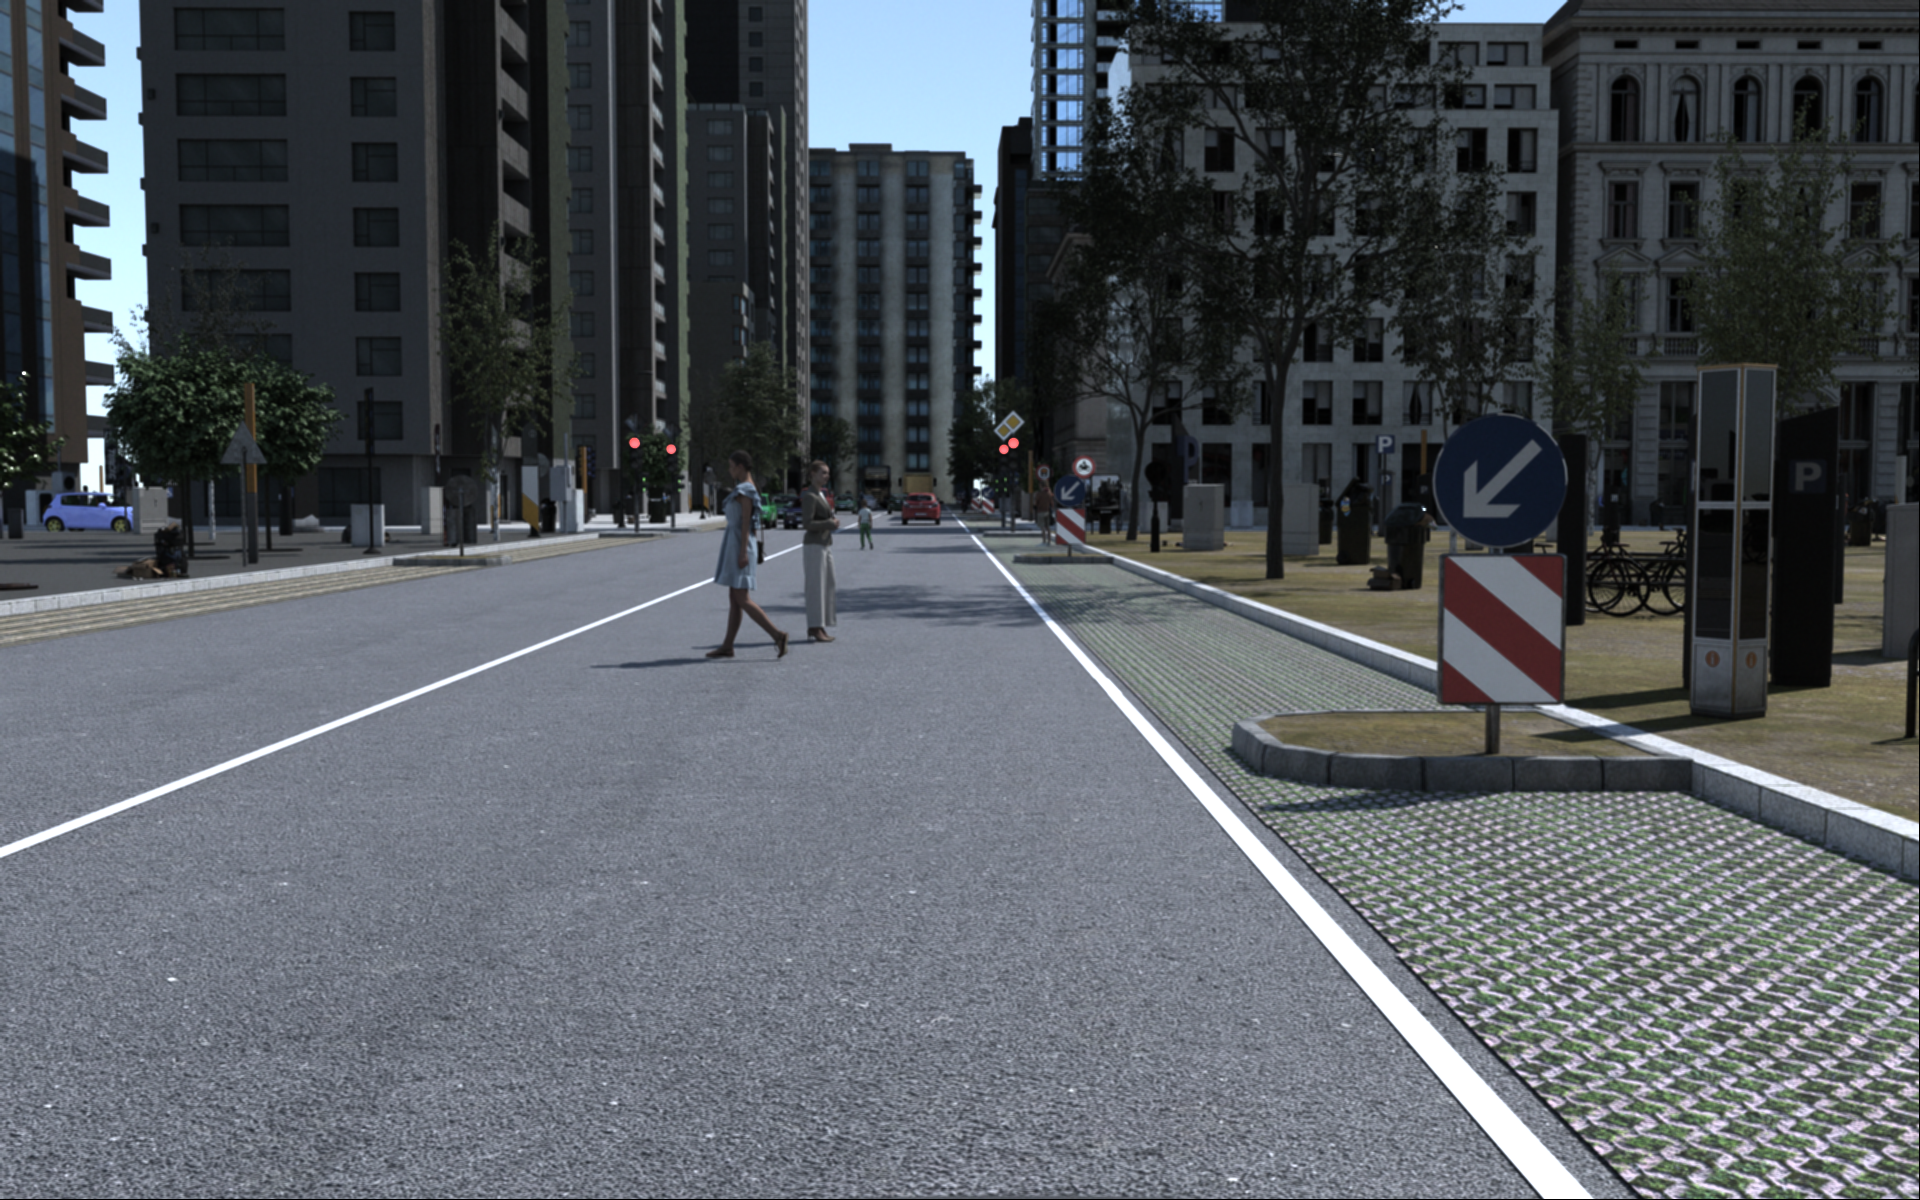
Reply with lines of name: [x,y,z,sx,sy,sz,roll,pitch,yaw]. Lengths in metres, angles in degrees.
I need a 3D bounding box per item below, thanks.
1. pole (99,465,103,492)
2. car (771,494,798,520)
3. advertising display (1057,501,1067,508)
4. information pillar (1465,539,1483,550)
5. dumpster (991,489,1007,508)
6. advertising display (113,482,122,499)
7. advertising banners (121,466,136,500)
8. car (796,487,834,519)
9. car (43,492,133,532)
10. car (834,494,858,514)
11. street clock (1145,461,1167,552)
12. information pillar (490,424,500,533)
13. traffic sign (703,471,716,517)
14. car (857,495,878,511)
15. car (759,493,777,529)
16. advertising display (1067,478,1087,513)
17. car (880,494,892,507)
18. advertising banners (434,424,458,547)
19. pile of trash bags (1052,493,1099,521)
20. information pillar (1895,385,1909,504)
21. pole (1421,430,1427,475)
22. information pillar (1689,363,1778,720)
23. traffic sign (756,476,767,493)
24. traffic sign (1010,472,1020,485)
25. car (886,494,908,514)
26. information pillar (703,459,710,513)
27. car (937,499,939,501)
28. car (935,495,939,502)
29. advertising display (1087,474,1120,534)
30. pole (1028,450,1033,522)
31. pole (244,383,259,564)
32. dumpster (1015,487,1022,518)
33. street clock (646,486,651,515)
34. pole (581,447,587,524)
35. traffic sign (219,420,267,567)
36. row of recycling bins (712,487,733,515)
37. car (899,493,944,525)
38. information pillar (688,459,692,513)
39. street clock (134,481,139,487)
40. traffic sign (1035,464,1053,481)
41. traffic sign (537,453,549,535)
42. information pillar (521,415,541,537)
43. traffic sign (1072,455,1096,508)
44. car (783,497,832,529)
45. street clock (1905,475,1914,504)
pole: [-60.855,-7.886,122.772,0.158,3.312,0.155,0,3,0]
car: [-8.679,-4.514,85.596,2.131,1.459,4.920,0,4,-1]
advertising display: [5.434,-5.097,88.543,0.974,1.923,0.123,0,4,4]
information pillar: [11.767,-2.146,39.572,0.304,2.012,0.304,-1,4,-16]
dumpster: [2.919,-7.567,129.478,1.264,1.857,1.865,0,4,-1]
advertising display: [-45.281,-5.374,93.080,0.123,1.923,0.974,-1,4,-9]
advertising banners: [-50.215,-6.620,104.431,2.074,3.025,0.090,2,4,35]
car: [-8.318,-5.536,99.190,2.281,1.827,5.304,0,4,-1]
car: [-30.928,-3.228,62.365,3.694,1.707,1.945,0,4,0]
car: [-8.369,-6.922,124.968,2.131,1.459,4.920,0,4,-1]
street clock: [4.307,-2.054,38.161,0.471,2.002,0.358,0,4,2]
information pillar: [-15.330,-4.020,57.076,0.183,3.616,0.504,1,4,12]
traffic sign: [-13.726,-5.790,94.778,0.768,2.556,0.104,0,4,1]
car: [-8.259,-8.537,151.944,2.083,1.381,4.827,0,4,-1]
car: [-8.601,-3.860,71.910,1.959,1.807,4.718,0,4,-2]
advertising display: [4.920,-3.961,69.974,0.974,1.923,0.123,1,4,18]
car: [-8.314,-11.573,198.810,1.945,1.707,3.694,0,4,1]
advertising banners: [-12.668,-2.841,42.641,0.090,3.025,2.074,-2,4,-29]
pile of trash bags: [5.540,-4.388,81.494,3.447,1.369,1.912,0,4,2]
information pillar: [20.416,-2.826,37.561,0.183,3.616,0.504,1,4,14]
pole: [14.746,-3.749,55.136,0.158,3.312,0.155,0,3,0]
information pillar: [4.439,-0.334,9.953,0.304,2.012,0.304,-2,4,-29]
traffic sign: [-14.014,-7.464,122.148,0.768,2.556,0.104,0,4,5]
traffic sign: [3.001,-5.923,96.939,0.768,2.556,0.104,0,4,1]
car: [-4.278,-6.892,124.475,2.131,1.459,4.920,0,4,-1]
information pillar: [-17.100,-7.679,116.904,0.504,3.616,0.183,1,4,8]
car: [-2.619,-7.629,136.731,2.014,1.417,4.499,0,4,-1]
car: [-3.335,-10.986,191.980,2.083,1.381,4.827,0,4,1]
advertising display: [4.660,-3.083,55.623,0.974,1.923,0.123,-1,4,-9]
pole: [3.306,-5.327,80.944,0.158,3.312,0.155,0,3,0]
pole: [-13.057,-2.328,31.908,0.158,3.312,0.155,0,3,0]
dumpster: [3.488,-5.248,91.555,1.264,1.857,1.865,0,4,-1]
street clock: [-18.770,-6.117,104.582,0.358,2.002,0.471,-1,4,-10]
pole: [-16.186,-4.940,74.607,0.158,3.312,0.155,0,3,0]
traffic sign: [-12.622,-1.865,30.493,0.884,2.594,0.081,0,4,7]
row of recycling bins: [-14.446,-6.038,105.839,1.069,1.692,3.534,-1,4,-16]
car: [-1.827,-4.440,81.638,2.155,1.783,4.494,0,4,-1]
information pillar: [-18.161,-7.649,116.408,0.183,3.616,0.504,0,4,2]
street clock: [-47.148,-5.785,99.146,0.358,2.002,0.471,-2,4,-30]
traffic sign: [3.549,-4.464,73.098,0.768,2.556,0.104,0,4,4]
traffic sign: [-13.042,-3.261,53.423,0.768,2.556,0.104,1,4,8]
information pillar: [-12.718,-3.664,51.267,0.504,3.616,0.183,-2,4,-33]
traffic sign: [4.077,-3.476,56.945,0.768,2.556,0.104,0,4,3]
car: [-6.263,-3.605,71.524,1.945,1.354,3.894,0,4,1]
street clock: [36.686,-3.824,67.095,0.471,2.002,0.358,-1,4,-22]
